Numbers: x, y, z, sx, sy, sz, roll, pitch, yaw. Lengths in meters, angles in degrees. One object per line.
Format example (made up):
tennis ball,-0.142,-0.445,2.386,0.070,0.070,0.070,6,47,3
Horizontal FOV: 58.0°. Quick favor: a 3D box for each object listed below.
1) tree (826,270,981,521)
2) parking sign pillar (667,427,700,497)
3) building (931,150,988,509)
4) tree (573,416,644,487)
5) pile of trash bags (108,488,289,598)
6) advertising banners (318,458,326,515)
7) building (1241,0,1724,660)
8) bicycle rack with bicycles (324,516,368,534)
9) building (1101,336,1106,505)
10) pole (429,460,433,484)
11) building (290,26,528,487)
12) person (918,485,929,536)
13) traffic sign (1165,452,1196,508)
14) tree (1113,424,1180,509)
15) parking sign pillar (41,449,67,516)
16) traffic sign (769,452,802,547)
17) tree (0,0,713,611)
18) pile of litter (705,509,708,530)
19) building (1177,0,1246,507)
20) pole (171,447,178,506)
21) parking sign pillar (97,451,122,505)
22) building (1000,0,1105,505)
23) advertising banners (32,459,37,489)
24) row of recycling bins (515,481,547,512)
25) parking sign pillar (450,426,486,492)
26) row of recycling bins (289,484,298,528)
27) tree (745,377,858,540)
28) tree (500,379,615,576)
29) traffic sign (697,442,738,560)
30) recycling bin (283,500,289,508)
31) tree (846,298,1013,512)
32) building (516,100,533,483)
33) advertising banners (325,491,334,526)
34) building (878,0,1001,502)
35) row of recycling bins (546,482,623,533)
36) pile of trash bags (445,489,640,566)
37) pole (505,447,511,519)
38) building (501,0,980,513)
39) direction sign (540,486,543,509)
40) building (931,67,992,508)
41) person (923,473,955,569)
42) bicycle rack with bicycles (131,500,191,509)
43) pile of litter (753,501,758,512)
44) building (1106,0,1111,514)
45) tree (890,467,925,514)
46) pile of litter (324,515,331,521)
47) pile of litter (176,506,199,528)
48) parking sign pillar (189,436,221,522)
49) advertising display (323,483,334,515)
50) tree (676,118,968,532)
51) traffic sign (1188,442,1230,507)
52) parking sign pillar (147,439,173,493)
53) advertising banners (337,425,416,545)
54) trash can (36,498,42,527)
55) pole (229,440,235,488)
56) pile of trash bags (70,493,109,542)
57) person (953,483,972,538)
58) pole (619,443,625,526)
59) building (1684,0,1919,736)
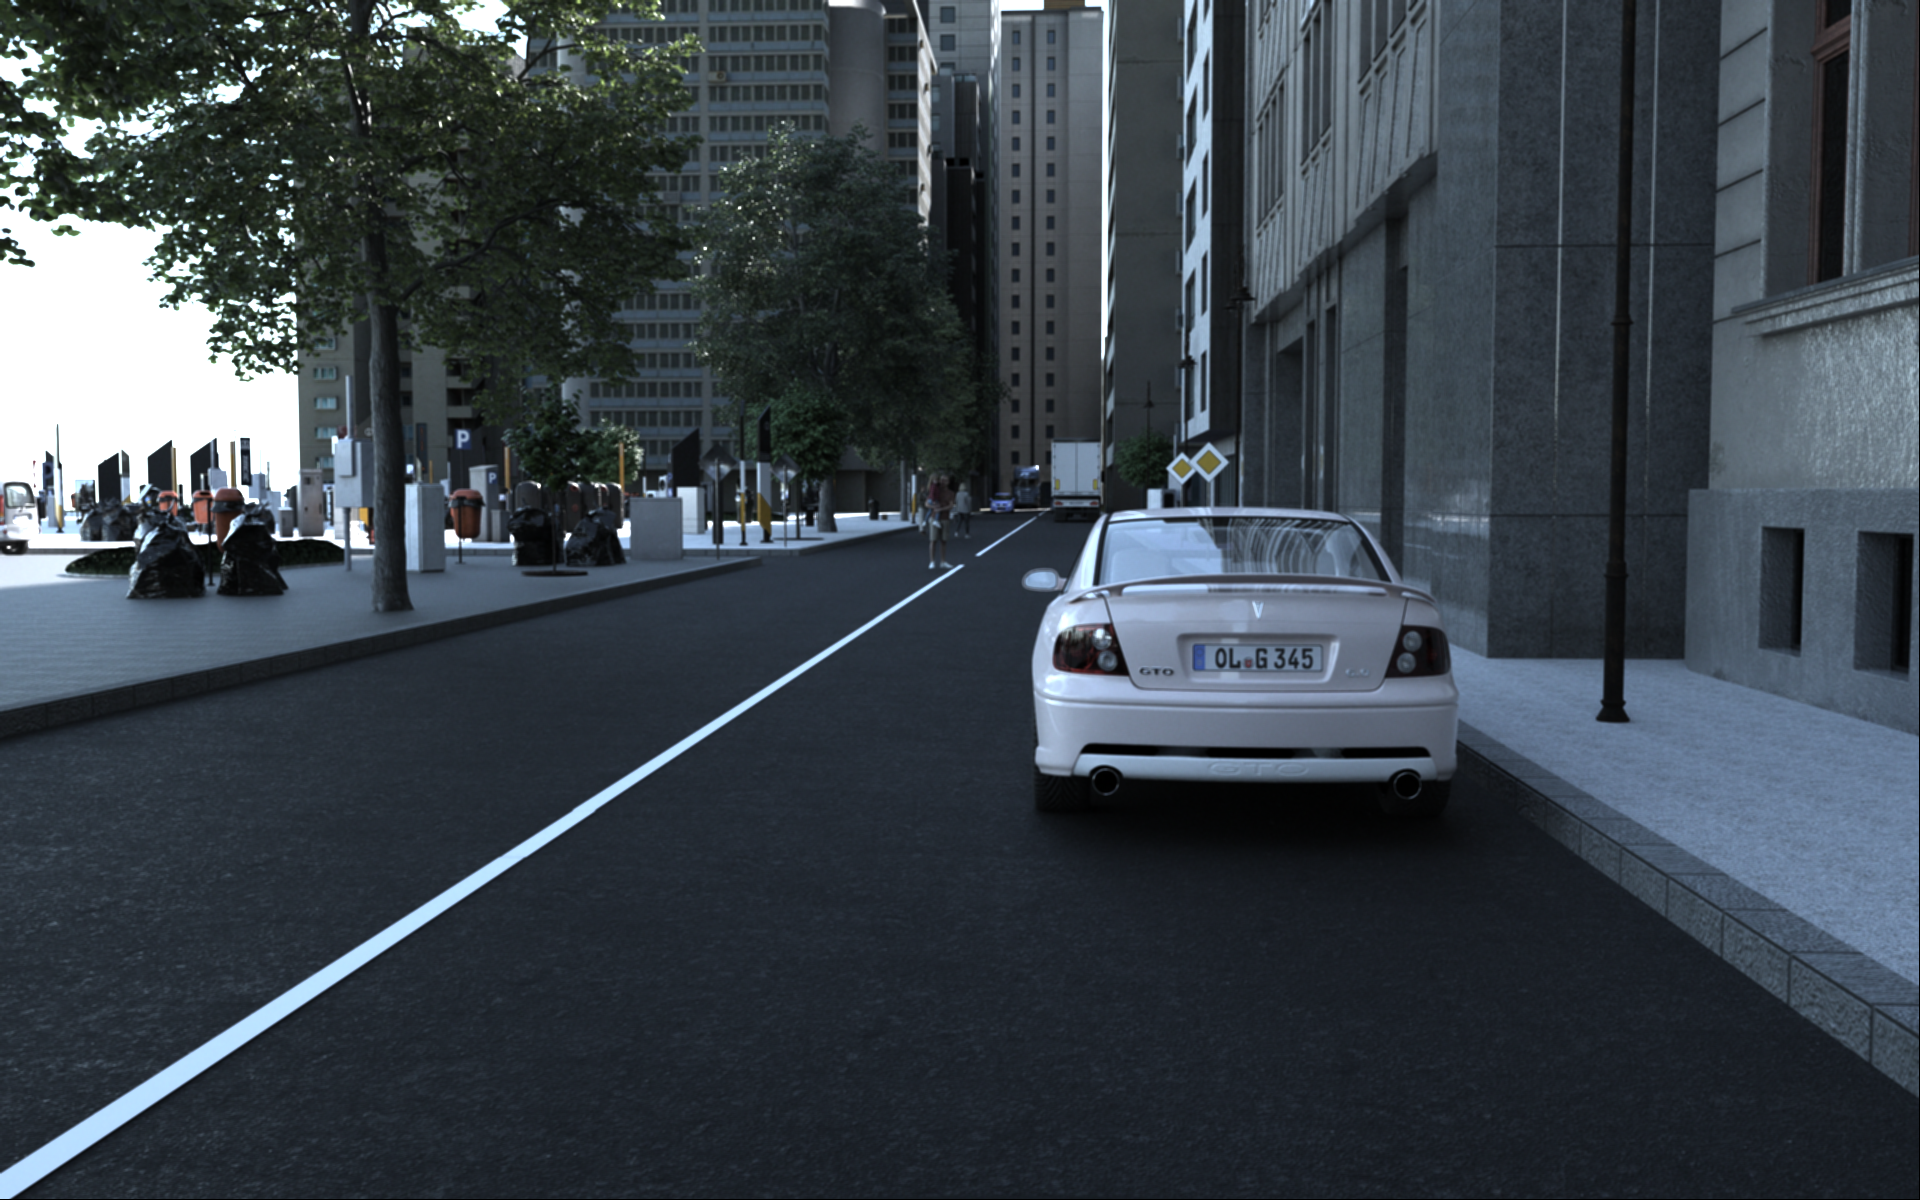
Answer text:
tree,-3.049,-10.058,82.582,7.486,12.596,7.792,0,3,0
parking sign pillar,-11.098,-4.957,69.520,1.447,3.967,1.447,-3,5,-43
building,-4.983,-23.058,148.703,14.160,30.474,14.107,0,4,4
tree,-14.848,-5.468,73.115,4.285,4.588,4.351,0,3,0
pile of trash bags,-9.902,-0.811,23.016,1.912,1.369,3.447,-1,4,-16
advertising banners,-31.059,-5.390,84.318,0.090,3.025,2.074,-1,4,-10
building,10.748,-12.492,22.274,12.078,24.808,19.932,0,4,4
bicycle rack with bicycles,-20.089,-2.606,55.991,2.852,0.926,2.925,0,4,-8
building,32.079,-22.448,212.057,28.899,21.520,27.650,0,4,4
pole,-31.998,-6.789,104.840,0.158,3.312,0.155,0,3,0
building,-56.325,-34.341,185.180,21.600,48.544,21.300,0,4,4
person,-1.248,-3.106,59.825,0.362,1.759,0.519,1,4,21
traffic sign,5.264,-2.291,41.093,0.795,2.450,0.064,0,4,4
tree,8.807,-5.953,81.039,4.285,4.588,4.351,0,3,0
parking sign pillar,-54.369,-7.052,103.765,1.447,3.967,1.447,1,4,22
traffic sign,-4.210,-2.329,41.723,0.795,2.450,0.064,0,4,4
tree,-6.744,-6.160,18.835,7.486,12.596,7.792,0,3,0
pile of litter,-9.478,-2.910,61.547,1.176,0.858,1.719,1,4,10
building,13.305,-16.773,45.943,14.107,30.474,14.160,0,4,4
pole,-33.793,-4.937,74.561,0.158,3.312,0.155,0,3,0
parking sign pillar,-52.962,-7.302,107.857,1.447,3.967,1.447,-1,4,-13
building,3.054,-40.838,209.700,28.212,58.520,21.231,0,4,4
advertising banners,-46.607,-5.532,86.641,0.090,3.025,2.074,0,4,-4
row of recycling bins,-16.003,-3.683,67.329,1.069,1.692,3.534,-3,4,-38
parking sign pillar,-19.462,-4.898,68.560,1.447,3.967,1.447,0,4,5
row of recycling bins,-25.595,-3.701,67.625,1.069,1.692,3.534,-1,4,-18
tree,-4.489,-3.976,48.716,4.285,4.588,4.351,0,3,0
tree,-6.297,-2.006,27.397,1.663,3.219,1.824,0,3,0
traffic sign,-4.724,-1.842,33.754,0.795,2.450,0.064,0,4,4
recycling bin,-30.345,-4.056,78.866,0.722,1.027,0.722,0,4,-6
tree,-1.761,-11.192,99.992,9.611,12.733,9.660,0,3,0
building,-31.187,-32.317,183.008,28.867,44.769,22.147,0,4,4
advertising banners,-25.002,-4.547,70.527,0.090,3.025,2.074,1,4,19
building,-6.387,-45.505,182.251,20.611,71.187,20.563,0,4,4
row of recycling bins,-13.352,-3.384,62.440,1.069,1.692,3.534,1,4,20
pile of trash bags,-7.819,-1.351,31.844,3.447,1.369,1.912,1,4,15
pole,-19.491,-4.941,74.634,0.158,3.312,0.155,0,3,0
building,-14.918,-26.787,129.854,32.217,40.220,23.993,0,4,4
direction sign,-10.455,-3.134,43.235,0.379,3.537,0.876,0,4,-8
building,-4.368,-29.297,162.597,14.154,41.232,14.086,0,4,4
person,-0.423,-1.526,33.429,0.573,1.828,0.580,2,4,33
bicycle rack with bicycles,-47.563,-5.407,101.786,2.925,0.926,2.852,1,4,15
pile of litter,-13.957,-6.223,115.705,1.719,0.858,1.176,1,4,10
building,19.460,-29.161,100.490,21.300,48.544,21.600,0,4,4
tree,-3.201,-9.823,110.970,4.360,8.622,3.978,0,3,0
pile of litter,-30.043,-4.146,81.755,1.176,0.858,1.719,-1,4,-18
pile of litter,-29.290,-3.135,65.225,1.719,0.858,1.176,2,4,31
parking sign pillar,-35.344,-5.668,81.138,1.447,3.967,1.447,0,4,0
advertising display,-37.535,-5.985,103.068,0.123,1.923,0.974,2,4,33
tree,-4.573,-9.244,57.799,9.857,13.997,8.962,0,3,0
traffic sign,4.749,-1.803,33.125,0.795,2.450,0.064,0,4,4
parking sign pillar,-38.885,-5.868,84.407,1.447,3.967,1.447,0,4,5
advertising banners,-14.698,-2.907,43.724,2.074,3.025,0.090,0,4,6
trash can,-34.713,-3.248,64.756,0.748,1.137,0.748,0,3,0
pole,-27.687,-4.408,65.919,0.158,3.312,0.155,0,3,0
pile of trash bags,-22.394,-2.339,47.991,1.912,1.369,3.447,3,5,44
person,0.028,-2.898,56.070,0.709,1.800,0.728,2,4,35
pole,-13.468,-4.595,68.976,0.158,3.312,0.155,0,3,0
building,10.790,-13.024,0.334,14.401,28.519,23.554,0,4,4
